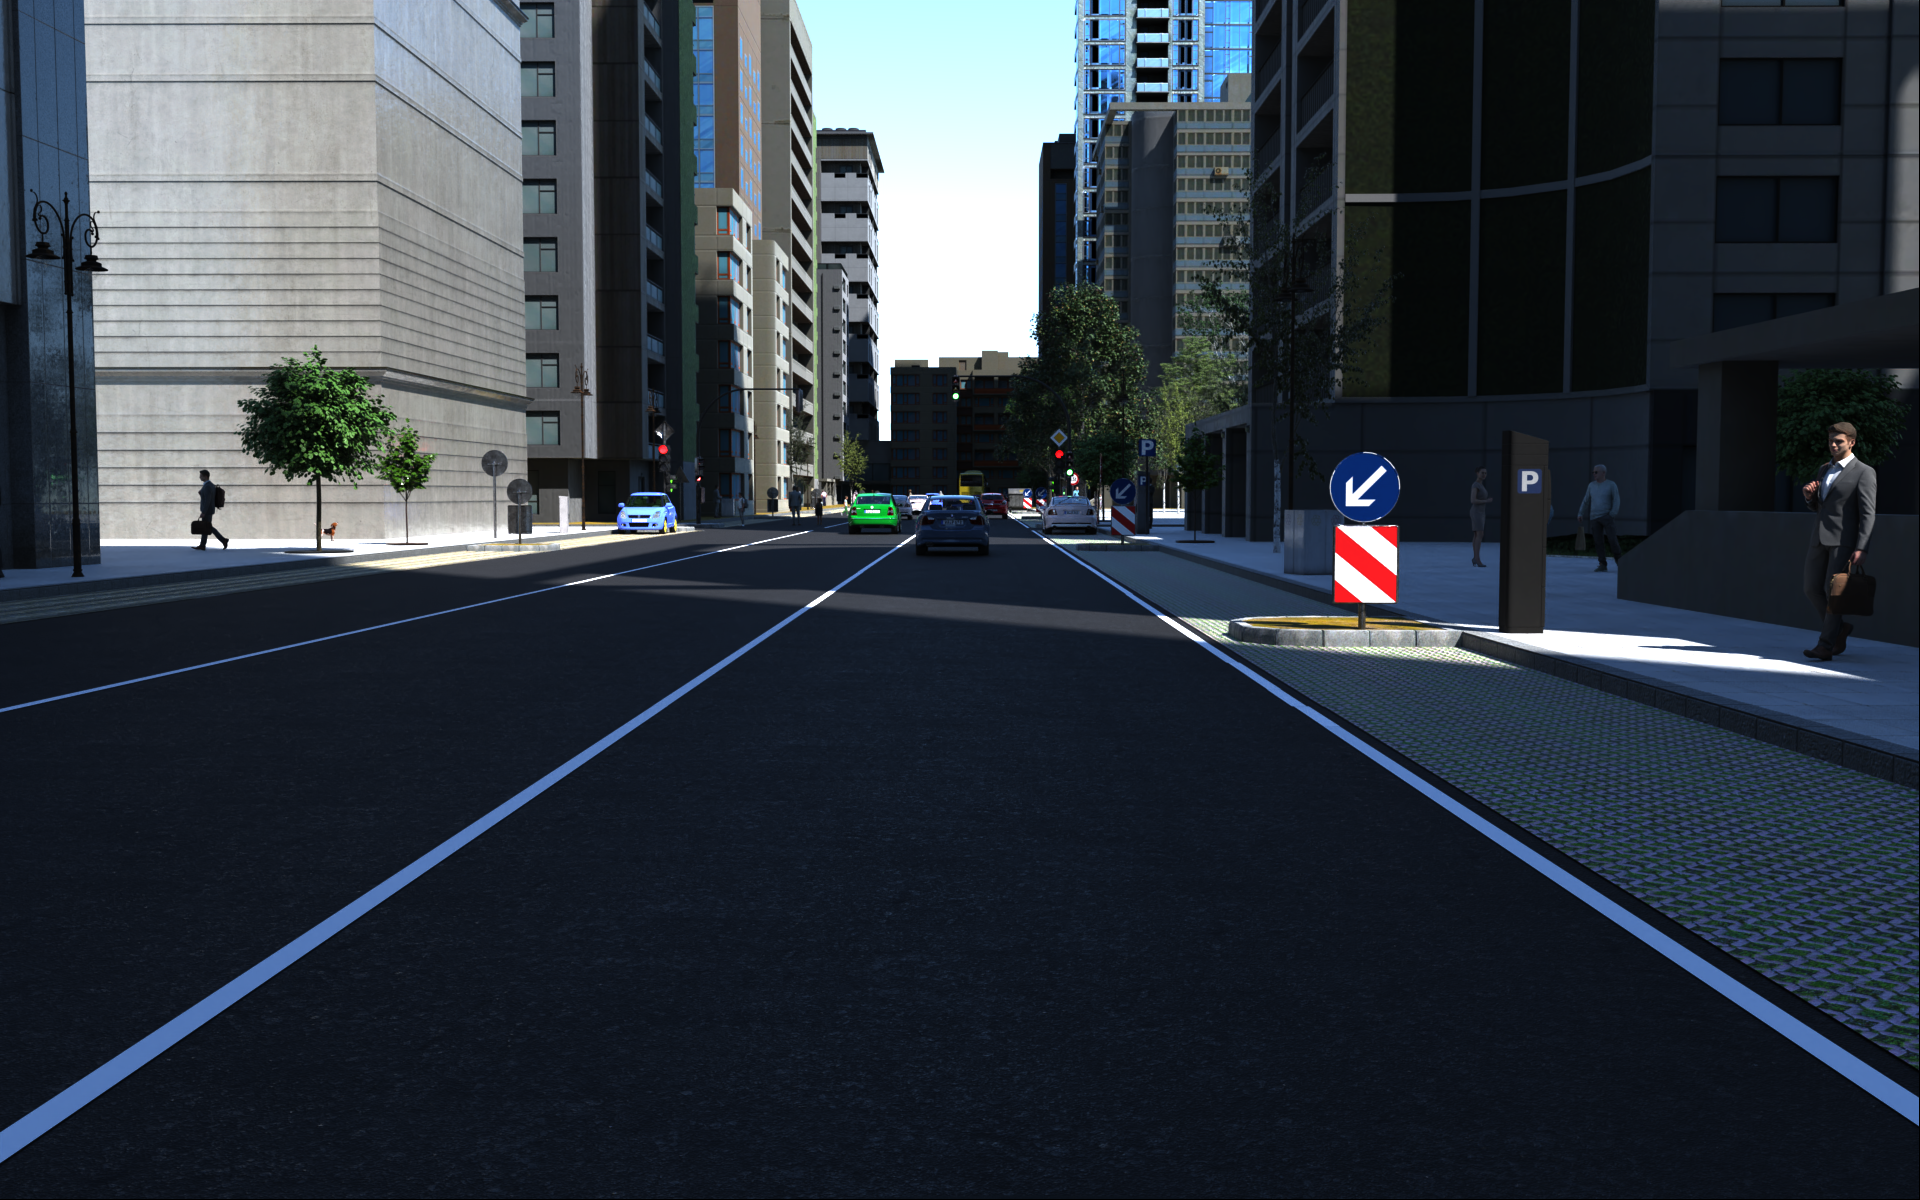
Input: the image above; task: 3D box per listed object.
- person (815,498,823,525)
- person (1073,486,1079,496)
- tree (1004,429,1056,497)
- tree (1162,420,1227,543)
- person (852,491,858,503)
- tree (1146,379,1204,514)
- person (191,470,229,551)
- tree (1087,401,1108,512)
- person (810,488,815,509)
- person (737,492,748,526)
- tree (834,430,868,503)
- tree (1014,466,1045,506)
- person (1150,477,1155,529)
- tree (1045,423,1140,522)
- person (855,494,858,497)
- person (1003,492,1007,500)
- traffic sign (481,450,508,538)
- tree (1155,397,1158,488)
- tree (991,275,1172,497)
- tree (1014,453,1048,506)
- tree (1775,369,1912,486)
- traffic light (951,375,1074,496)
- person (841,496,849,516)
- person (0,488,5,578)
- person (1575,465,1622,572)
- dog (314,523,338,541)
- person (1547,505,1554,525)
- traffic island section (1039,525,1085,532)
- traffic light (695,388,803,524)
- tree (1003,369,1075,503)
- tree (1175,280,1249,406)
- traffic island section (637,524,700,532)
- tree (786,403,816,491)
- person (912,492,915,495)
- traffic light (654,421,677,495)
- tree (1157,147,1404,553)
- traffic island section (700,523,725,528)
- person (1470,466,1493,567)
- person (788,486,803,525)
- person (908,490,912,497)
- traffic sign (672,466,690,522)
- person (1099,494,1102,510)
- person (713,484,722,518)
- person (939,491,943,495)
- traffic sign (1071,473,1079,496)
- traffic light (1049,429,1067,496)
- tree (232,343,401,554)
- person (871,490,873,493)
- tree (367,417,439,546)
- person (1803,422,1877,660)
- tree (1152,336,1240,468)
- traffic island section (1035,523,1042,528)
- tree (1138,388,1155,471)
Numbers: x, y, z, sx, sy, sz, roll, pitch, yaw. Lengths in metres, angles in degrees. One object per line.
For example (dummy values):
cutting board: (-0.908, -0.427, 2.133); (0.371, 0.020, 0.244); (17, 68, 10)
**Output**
person: (-6.559, -4.117, 80.488); (0.362, 1.253, 0.373); (-1, 4, -15)
person: (7.838, -6.798, 117.206); (0.620, 1.820, 0.660); (3, 5, 42)
tree: (8.096, -13.018, 147.252); (8.767, 10.594, 7.601); (0, 4, -2)
tree: (6.075, -3.116, 45.550); (1.663, 3.219, 1.824); (0, 3, 0)
person: (-9.272, -8.849, 153.853); (0.551, 1.740, 0.621); (-2, 4, -31)
tree: (13.762, -9.777, 110.223); (4.737, 8.622, 4.395); (0, 3, 0)
person: (-17.072, -2.042, 39.396); (0.822, 1.834, 0.622); (-2, 4, -28)
tree: (9.958, -10.503, 122.079); (4.737, 8.622, 4.395); (0, 3, 0)
person: (-12.658, -8.746, 149.220); (0.526, 1.800, 0.537); (-1, 4, -9)
person: (-9.699, -4.033, 77.042); (0.503, 1.515, 0.523); (2, 4, 26)
tree: (-12.373, -15.114, 197.473); (4.737, 8.622, 4.395); (0, 3, 0)
tree: (7.888, -13.067, 197.360); (4.285, 4.588, 4.351); (0, 3, 0)
person: (6.894, -3.577, 63.881); (0.474, 1.900, 0.648); (-3, 4, -36)
tree: (6.762, -5.923, 80.560); (4.285, 4.588, 4.351); (0, 3, 0)
person: (-8.848, -8.567, 151.758); (0.628, 1.438, 0.799); (2, 4, 28)
person: (5.520, -12.648, 216.022); (1.217, 1.736, 0.721); (-1, 4, -19)
traffic sign: (-13.450, -3.056, 50.065); (0.768, 2.556, 0.104); (0, 4, 2)
tree: (14.423, -9.256, 101.704); (4.360, 8.622, 3.978); (0, 3, 0)
tree: (6.372, -10.649, 91.124); (9.611, 12.733, 9.660); (0, 3, 0)
tree: (7.757, -14.298, 184.134); (4.360, 8.622, 3.978); (0, 3, 0)
tree: (19.009, -3.327, 38.105); (4.285, 4.588, 4.351); (0, 3, 0)
traffic light: (2.059, -5.599, 66.210); (4.771, 5.953, 1.251); (0, 4, 1)
person: (-7.572, -6.207, 114.234); (0.590, 1.304, 0.306); (-1, 4, -11)
person: (-14.723, -1.234, 25.998); (0.755, 1.850, 0.659); (1, 4, 15)
person: (10.561, -1.353, 28.657); (0.515, 1.767, 0.782); (-3, 5, -44)
dog: (-17.217, -1.849, 47.064); (0.406, 0.507, 0.540); (1, 4, 12)
person: (7.217, -0.864, 21.975); (0.589, 1.601, 0.330); (0, 4, 4)
traffic island section: (4.192, -2.701, 66.445); (2.009, 0.180, 2.903); (0, 4, 1)
traffic light: (-9.138, -6.104, 74.466); (4.771, 5.953, 1.251); (0, 4, 1)
tree: (7.088, -12.977, 137.934); (9.928, 11.665, 9.643); (0, 3, 0)
tree: (24.261, -17.181, 136.805); (12.611, 20.169, 13.585); (0, 3, 0)
traffic island section: (-11.349, -2.711, 66.601); (2.009, 0.180, 2.903); (0, 4, 1)
tree: (-12.771, -11.142, 132.533); (4.360, 8.622, 3.978); (0, 3, 0)
person: (-5.904, -12.864, 219.341); (1.217, 1.766, 0.721); (0, 4, -8)
traffic light: (-11.309, -4.743, 66.466); (0.839, 4.253, 0.868); (0, 4, 1)
tree: (7.137, -5.327, 37.465); (4.360, 8.622, 3.978); (0, 3, 0)
traffic island section: (-11.270, -3.199, 74.586); (2.009, 0.180, 2.903); (0, 4, 1)
person: (9.217, -1.484, 30.644); (0.374, 1.781, 0.599); (2, 4, 30)
person: (-7.547, -4.329, 79.381); (0.635, 1.810, 0.391); (-1, 4, -21)
person: (-3.641, -7.102, 125.169); (0.362, 1.759, 0.519); (1, 4, 19)
traffic sign: (-13.031, -4.932, 80.640); (0.884, 2.594, 0.081); (0, 4, 6)
person: (11.453, -7.957, 140.420); (0.425, 1.301, 0.394); (-3, 5, -44)
person: (-13.078, -5.352, 93.750); (0.583, 1.804, 0.606); (-2, 4, -34)
person: (-1.910, -9.830, 169.955); (1.217, 1.736, 0.721); (-1, 4, -10)
traffic sign: (6.574, -6.172, 101.012); (0.768, 2.556, 0.104); (0, 4, 6)
traffic light: (4.230, -5.223, 74.316); (0.839, 4.253, 0.868); (0, 4, 1)
tree: (-13.996, -3.308, 37.801); (4.285, 4.588, 4.351); (0, 3, 0)
person: (-8.374, -9.590, 165.427); (1.348, 1.807, 0.705); (-1, 4, -13)
tree: (-13.818, -2.989, 43.472); (1.663, 3.219, 1.824); (0, 3, 0)
person: (6.807, -0.452, 13.406); (0.822, 1.834, 0.622); (-2, 4, -32)
tree: (17.031, -12.641, 124.805); (7.486, 12.596, 7.792); (0, 3, 0)
traffic island section: (4.270, -3.190, 74.429); (2.009, 0.180, 2.903); (0, 4, 1)
tree: (13.391, -10.103, 115.551); (4.360, 8.622, 3.978); (0, 3, 0)
